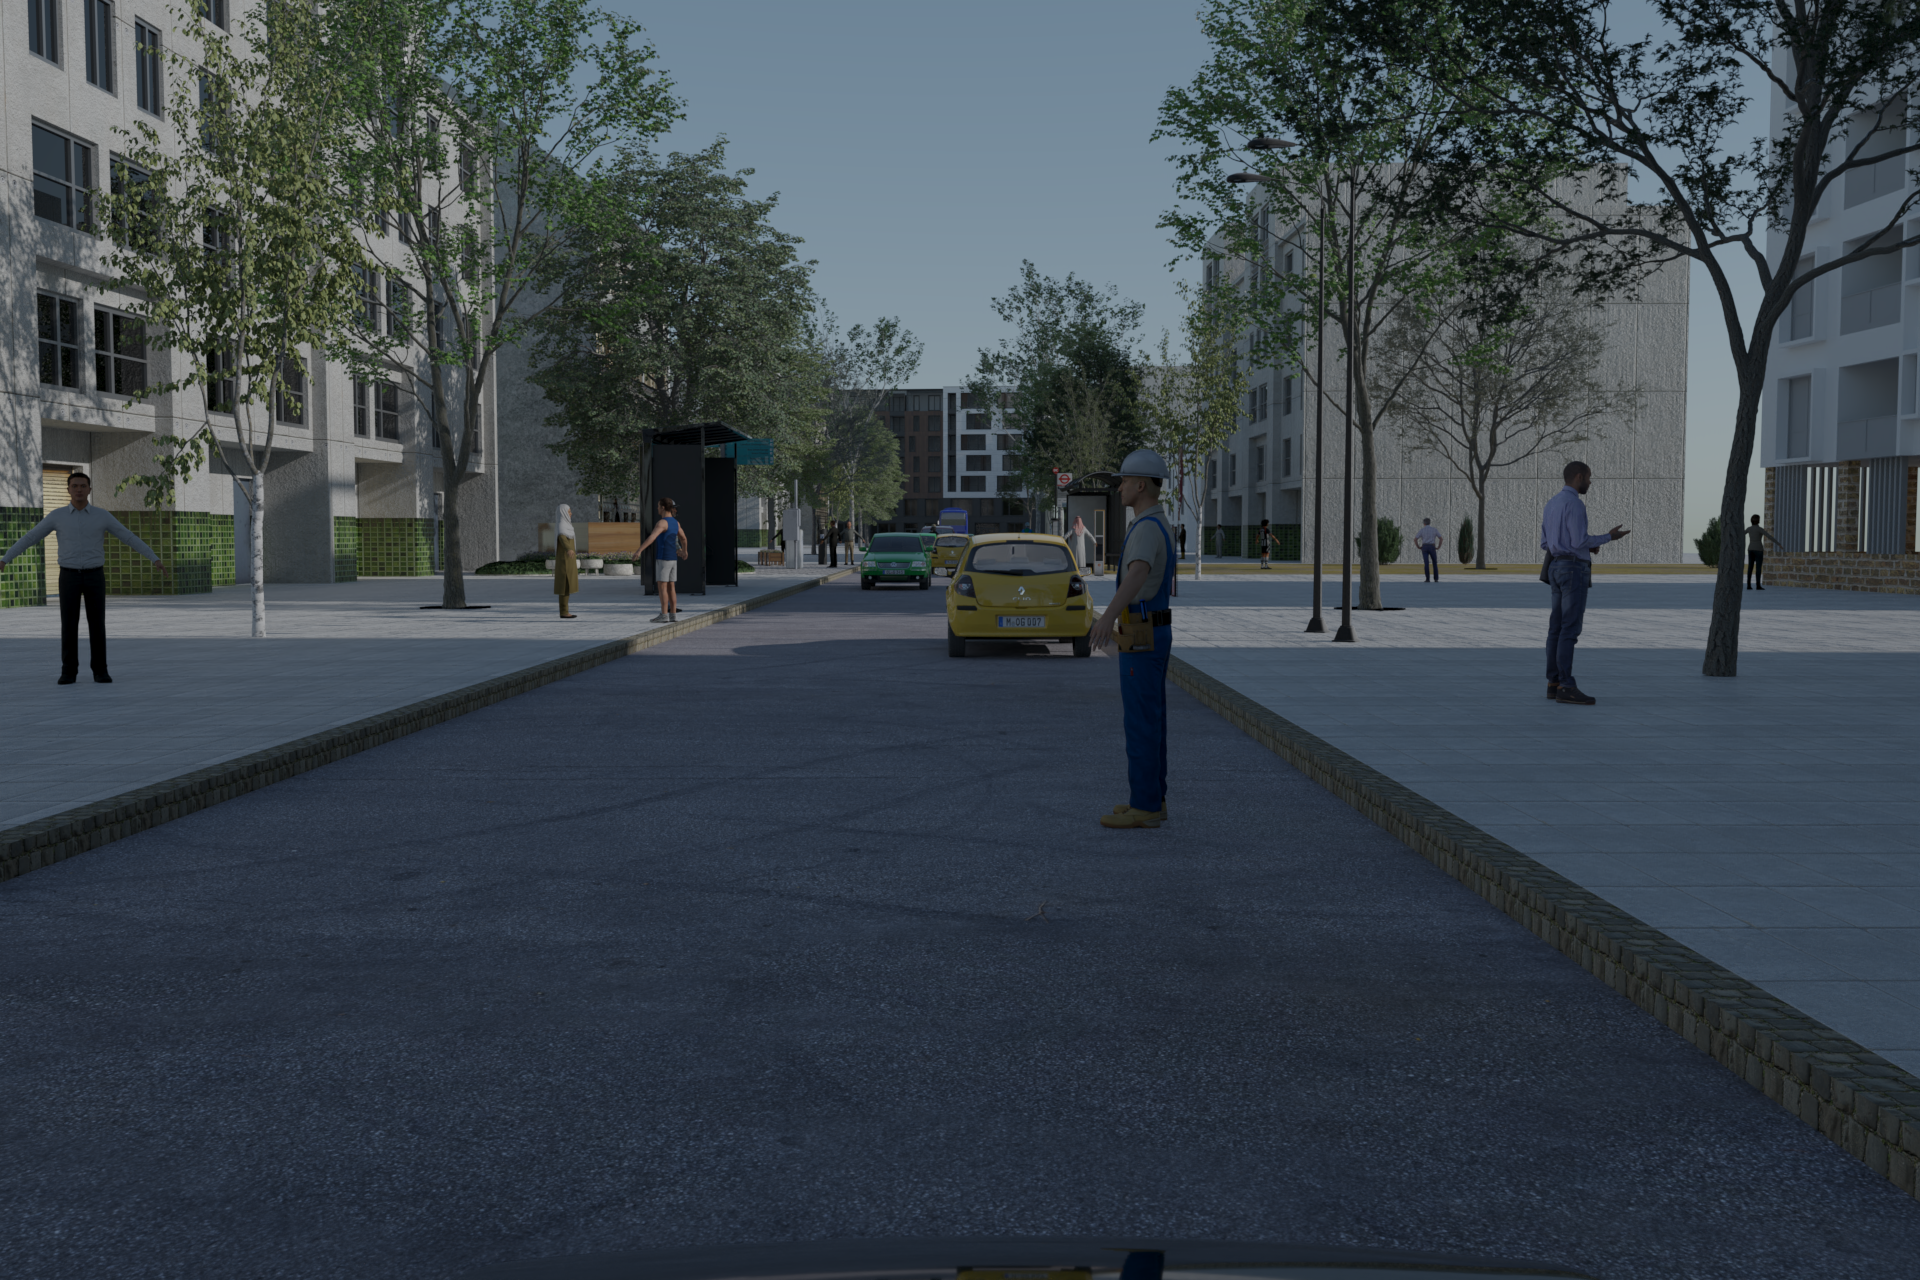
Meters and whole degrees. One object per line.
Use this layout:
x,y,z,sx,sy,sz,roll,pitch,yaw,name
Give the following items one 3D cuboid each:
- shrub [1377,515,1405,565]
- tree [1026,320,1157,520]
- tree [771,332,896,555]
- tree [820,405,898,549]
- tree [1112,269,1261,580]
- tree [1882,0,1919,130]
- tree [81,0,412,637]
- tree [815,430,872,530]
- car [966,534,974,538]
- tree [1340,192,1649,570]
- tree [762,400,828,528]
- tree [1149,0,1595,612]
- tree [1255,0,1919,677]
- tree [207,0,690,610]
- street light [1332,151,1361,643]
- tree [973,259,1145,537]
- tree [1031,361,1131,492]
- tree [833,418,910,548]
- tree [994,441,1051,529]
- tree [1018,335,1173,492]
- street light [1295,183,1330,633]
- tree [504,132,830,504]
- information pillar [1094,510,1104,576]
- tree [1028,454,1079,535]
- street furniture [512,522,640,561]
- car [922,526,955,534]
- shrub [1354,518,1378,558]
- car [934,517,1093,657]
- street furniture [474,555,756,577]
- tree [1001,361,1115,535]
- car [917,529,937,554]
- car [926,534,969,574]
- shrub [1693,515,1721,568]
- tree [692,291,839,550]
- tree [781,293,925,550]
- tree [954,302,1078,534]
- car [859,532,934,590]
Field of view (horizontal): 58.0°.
17.379,-4.104,71.146,1.661,2.075,1.752,0,3,0,shrub
6.958,-10.673,92.631,7.486,12.596,7.792,0,3,0,tree
-8.962,-11.967,106.035,12.009,13.543,11.850,0,3,0,tree
-9.169,-14.290,151.776,7.486,12.596,7.792,0,3,0,tree
6.601,-6.010,48.621,4.737,8.622,4.395,0,3,0,tree
6.357,-3.511,7.768,4.360,8.622,3.978,0,3,0,tree
-8.839,-4.353,21.539,4.737,8.622,4.395,0,3,0,tree
-8.234,-10.192,116.995,4.737,8.622,4.395,0,3,0,tree
0.399,-6.972,125.791,2.131,1.459,4.920,0,4,-1,car
18.755,-9.285,62.173,12.009,13.543,11.850,0,3,0,tree
-8.679,-8.547,90.108,4.737,8.622,4.395,0,3,0,tree
6.802,-6.316,29.025,9.928,11.665,9.643,0,3,0,tree
6.839,-4.930,15.021,8.767,10.594,7.601,0,4,3,tree
-8.614,-6.348,29.545,9.928,11.665,9.643,0,3,0,tree
5.147,-2.931,20.467,1.470,5.913,1.316,0,4,0,street light
6.637,-16.067,118.582,12.611,20.169,13.585,0,3,0,tree
5.604,-7.506,73.091,4.360,8.622,3.978,0,3,0,tree
-8.335,-14.870,161.252,7.486,12.596,7.792,0,3,0,tree
6.634,-13.687,158.197,7.601,10.594,8.767,-3,4,-38,tree
6.334,-9.040,82.209,8.767,10.594,7.601,2,4,32,tree
5.204,-3.051,22.430,1.470,5.913,1.316,0,4,0,street light
-8.990,-9.036,54.392,9.857,13.997,8.962,0,3,0,tree
4.247,-2.962,52.928,0.304,2.012,0.304,0,4,0,information pillar
6.607,-11.031,130.716,4.360,8.622,3.978,0,3,0,tree
-14.000,-3.691,67.195,9.812,1.723,11.010,-3,4,-37,street furniture
-1.045,-4.434,81.175,2.281,1.827,5.304,0,3,0,car
17.797,-4.297,74.301,1.661,2.075,1.752,0,3,0,shrub
0.680,-0.695,21.585,2.015,1.641,3.980,0,4,-1,car
-10.594,-2.477,56.118,10.072,0.657,5.734,-3,5,-44,street furniture
6.320,-10.910,104.130,9.928,11.665,9.643,0,3,0,tree
-1.608,-3.794,70.828,1.959,1.807,4.718,0,4,0,car
-0.261,-3.246,63.290,2.015,1.641,3.980,0,4,0,car
28.567,-3.721,65.265,1.690,2.028,1.600,0,3,0,shrub
-9.254,-9.962,81.011,7.486,12.596,7.792,0,3,0,tree
-10.041,-17.230,137.606,12.611,20.169,13.585,0,3,0,tree
5.890,-17.571,143.169,12.611,20.169,13.585,0,3,0,tree
-1.669,-2.271,45.920,1.959,1.807,4.718,0,3,0,car
